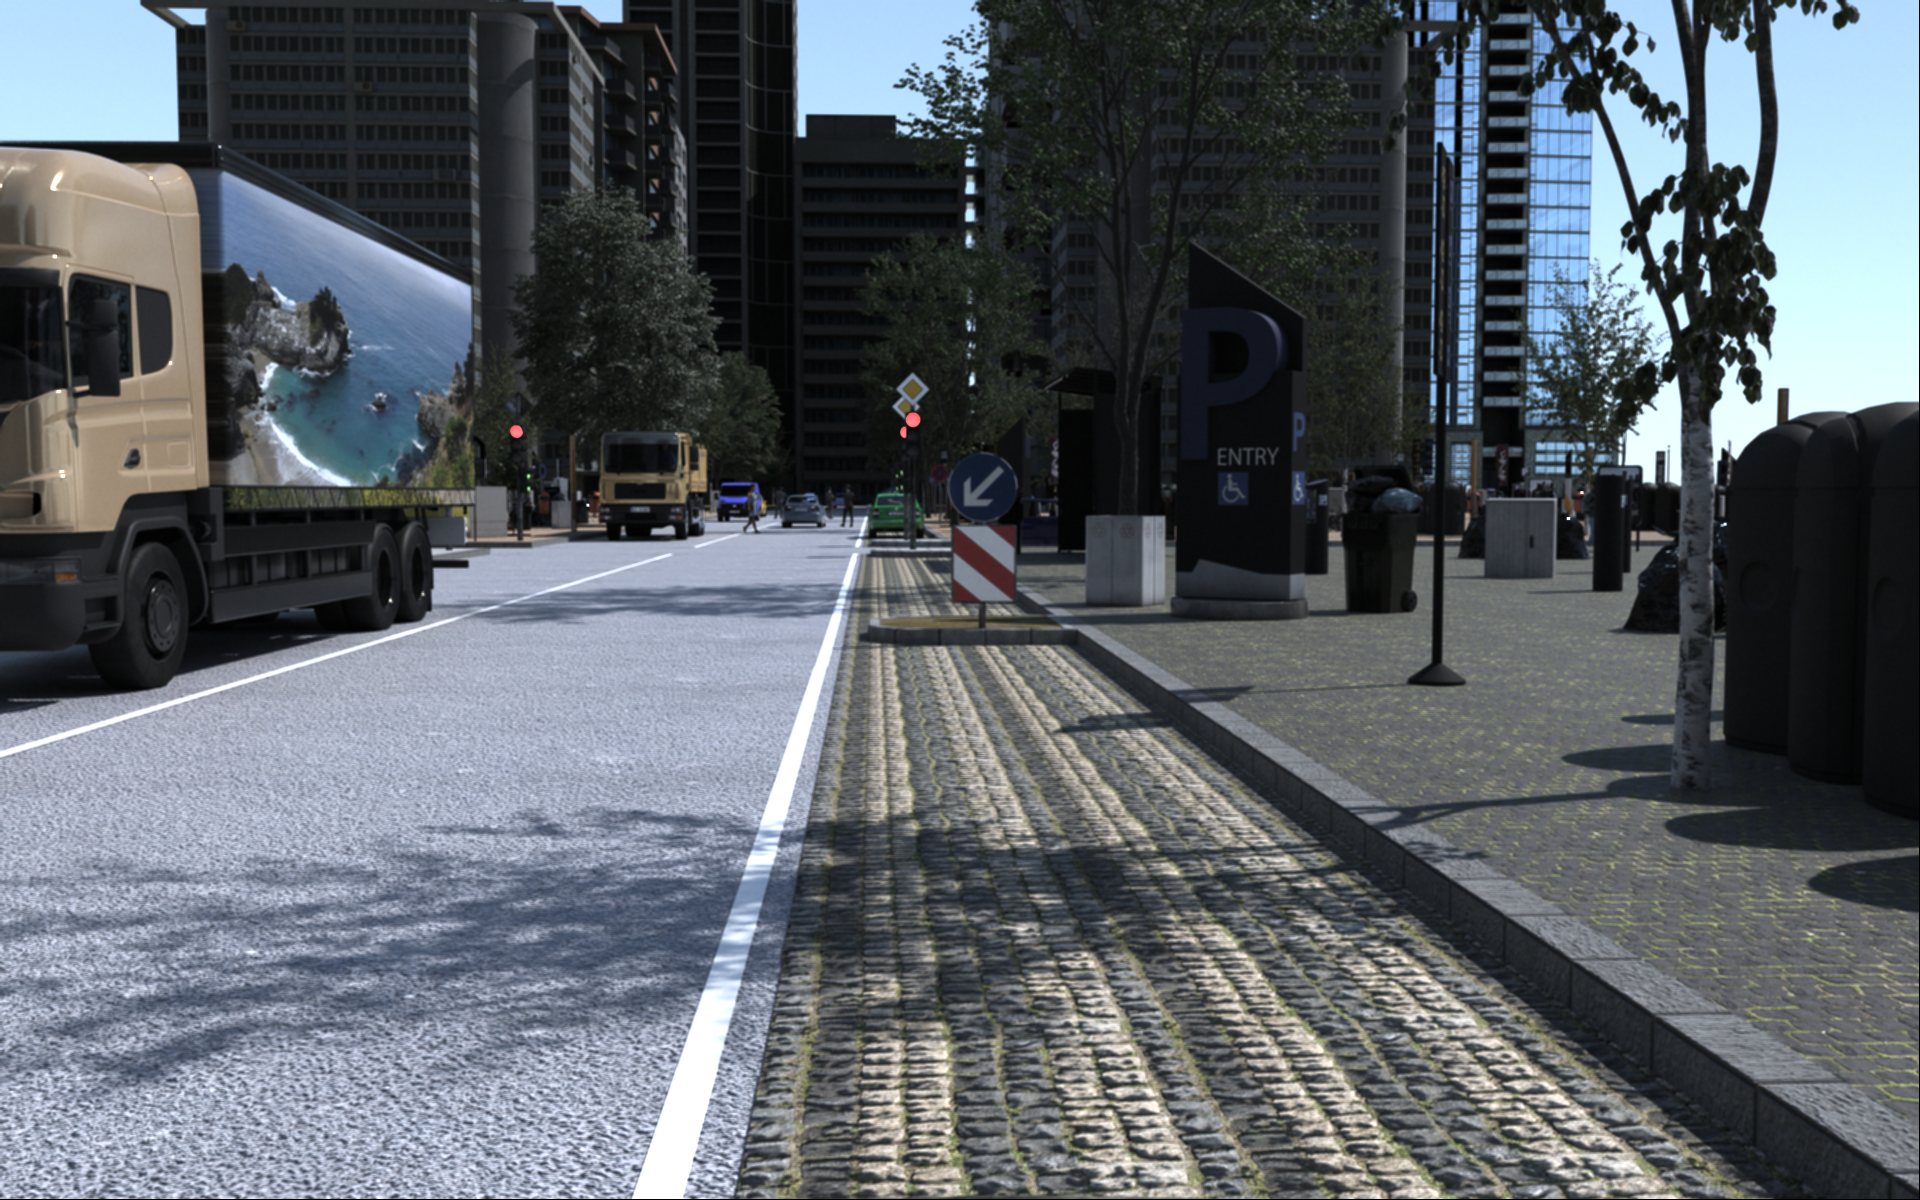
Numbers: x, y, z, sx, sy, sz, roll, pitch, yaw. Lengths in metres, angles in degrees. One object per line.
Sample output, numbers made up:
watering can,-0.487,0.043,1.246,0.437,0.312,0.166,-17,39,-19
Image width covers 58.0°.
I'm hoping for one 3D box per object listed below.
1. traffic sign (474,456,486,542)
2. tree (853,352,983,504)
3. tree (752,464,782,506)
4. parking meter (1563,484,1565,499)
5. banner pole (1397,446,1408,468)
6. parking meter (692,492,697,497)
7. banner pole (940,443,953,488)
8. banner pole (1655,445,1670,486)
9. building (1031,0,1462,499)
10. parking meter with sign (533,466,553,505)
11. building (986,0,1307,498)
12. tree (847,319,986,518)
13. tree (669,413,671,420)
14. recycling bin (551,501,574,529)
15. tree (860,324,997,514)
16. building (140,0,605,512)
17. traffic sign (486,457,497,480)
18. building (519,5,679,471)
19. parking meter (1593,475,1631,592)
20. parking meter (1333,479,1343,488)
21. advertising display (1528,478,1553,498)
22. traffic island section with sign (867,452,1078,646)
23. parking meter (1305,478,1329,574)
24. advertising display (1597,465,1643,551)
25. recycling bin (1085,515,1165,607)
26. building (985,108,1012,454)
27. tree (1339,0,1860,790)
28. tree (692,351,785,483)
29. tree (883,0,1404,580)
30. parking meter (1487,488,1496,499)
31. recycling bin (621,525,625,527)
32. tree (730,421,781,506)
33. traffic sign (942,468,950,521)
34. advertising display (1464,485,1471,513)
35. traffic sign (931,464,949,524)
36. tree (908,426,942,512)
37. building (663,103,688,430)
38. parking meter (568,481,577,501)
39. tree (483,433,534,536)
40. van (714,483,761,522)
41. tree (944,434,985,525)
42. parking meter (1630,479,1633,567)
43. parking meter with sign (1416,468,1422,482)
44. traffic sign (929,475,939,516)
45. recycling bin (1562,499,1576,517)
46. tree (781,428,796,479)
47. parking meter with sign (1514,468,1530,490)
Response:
traffic sign,-13.066,-2.722,46.642,0.606,2.300,0.079,0,4,6
tree,-3.410,-13.800,135.994,12.009,13.543,11.850,0,3,0
tree,-18.996,-11.326,168.891,4.285,4.588,4.351,0,3,0
parking meter,42.204,-7.022,120.527,0.255,1.863,0.399,3,4,36
banner pole,23.074,-6.132,90.268,0.863,3.779,0.401,-2,4,-24
parking meter,-16.275,-5.970,106.025,0.372,1.533,0.369,0,3,0
banner pole,-0.590,-5.799,84.833,0.863,3.779,0.401,1,4,20
banner pole,35.959,-6.026,88.544,0.863,3.779,0.401,0,4,8
building,20.126,-27.258,137.557,32.217,40.220,23.993,0,4,-3
parking meter with sign,-25.342,-6.731,106.311,1.738,3.016,0.543,0,4,2
building,16.910,-35.084,162.866,28.713,52.752,27.495,0,4,-3
tree,-2.002,-9.658,92.316,7.601,10.594,8.767,1,4,20
tree,-17.191,-12.062,122.971,9.928,11.665,9.643,0,3,0
recycling bin,-14.558,-3.125,63.645,0.722,1.027,0.722,-2,4,-31
tree,-2.009,-12.057,114.141,9.611,12.733,9.660,0,3,0
building,-41.294,-26.969,132.816,32.217,40.220,23.993,0,4,-3
traffic sign,-14.680,-3.246,54.255,0.795,2.450,0.064,0,4,5
building,-37.795,-30.865,159.265,22.147,44.769,28.867,0,4,-3
parking meter,8.590,-0.888,22.931,0.372,1.533,0.369,0,3,0
parking meter,15.126,-3.891,69.328,0.255,1.863,0.399,-2,4,-34
advertising display,23.742,-4.014,70.842,0.974,1.923,0.123,1,4,8
traffic island section with sign,0.075,-0.526,17.222,1.989,1.847,2.006,0,4,-3
parking meter,5.717,-1.183,27.758,0.372,1.533,0.369,0,3,0
advertising display,14.822,-2.063,38.942,0.974,1.923,0.123,3,5,40
recycling bin,1.920,-0.460,20.081,0.722,1.027,0.722,2,4,30
building,9.551,-30.583,183.628,14.154,41.232,14.086,0,4,-3
tree,2.960,-3.483,7.317,4.360,8.622,3.978,0,3,0
tree,-17.717,-13.412,137.415,7.486,12.596,7.792,0,3,0
tree,2.546,-6.104,25.554,9.928,11.665,9.643,0,3,0
parking meter,23.888,-4.248,77.862,0.372,1.533,0.369,0,3,0
recycling bin,-13.476,-3.401,68.167,0.722,1.027,0.722,1,4,9
tree,-18.960,-12.524,155.122,4.360,8.622,3.978,0,3,0
traffic sign,-0.664,-5.122,83.848,0.768,2.556,0.104,0,4,2
advertising display,34.784,-6.936,118.624,0.123,1.923,0.974,3,4,38
traffic sign,-0.856,-4.528,74.134,0.768,2.556,0.104,0,4,4
tree,-2.591,-10.607,123.791,4.737,8.622,4.395,0,3,0
building,-36.078,-30.523,182.637,14.086,41.232,14.154,0,4,-3
parking meter,-17.385,-4.402,77.687,0.399,1.863,0.255,0,4,-7
tree,-13.665,-3.574,53.033,1.663,3.219,1.824,0,3,0
van,-11.647,-5.317,91.320,2.240,2.365,5.245,0,4,-2
tree,0.442,-3.743,55.797,1.663,3.219,1.824,0,3,0
parking meter,10.798,-1.220,28.363,0.372,1.533,0.369,0,3,0
parking meter with sign,29.776,-7.229,114.463,0.543,3.016,1.738,-2,4,-26
traffic sign,-1.433,-6.195,101.391,0.768,2.556,0.104,0,4,5
recycling bin,32.143,-4.822,91.391,0.722,1.027,0.722,3,5,44
tree,-19.527,-14.215,182.772,4.360,8.622,3.978,0,3,0
parking meter with sign,36.919,-7.223,114.355,0.543,3.016,1.738,3,5,45
